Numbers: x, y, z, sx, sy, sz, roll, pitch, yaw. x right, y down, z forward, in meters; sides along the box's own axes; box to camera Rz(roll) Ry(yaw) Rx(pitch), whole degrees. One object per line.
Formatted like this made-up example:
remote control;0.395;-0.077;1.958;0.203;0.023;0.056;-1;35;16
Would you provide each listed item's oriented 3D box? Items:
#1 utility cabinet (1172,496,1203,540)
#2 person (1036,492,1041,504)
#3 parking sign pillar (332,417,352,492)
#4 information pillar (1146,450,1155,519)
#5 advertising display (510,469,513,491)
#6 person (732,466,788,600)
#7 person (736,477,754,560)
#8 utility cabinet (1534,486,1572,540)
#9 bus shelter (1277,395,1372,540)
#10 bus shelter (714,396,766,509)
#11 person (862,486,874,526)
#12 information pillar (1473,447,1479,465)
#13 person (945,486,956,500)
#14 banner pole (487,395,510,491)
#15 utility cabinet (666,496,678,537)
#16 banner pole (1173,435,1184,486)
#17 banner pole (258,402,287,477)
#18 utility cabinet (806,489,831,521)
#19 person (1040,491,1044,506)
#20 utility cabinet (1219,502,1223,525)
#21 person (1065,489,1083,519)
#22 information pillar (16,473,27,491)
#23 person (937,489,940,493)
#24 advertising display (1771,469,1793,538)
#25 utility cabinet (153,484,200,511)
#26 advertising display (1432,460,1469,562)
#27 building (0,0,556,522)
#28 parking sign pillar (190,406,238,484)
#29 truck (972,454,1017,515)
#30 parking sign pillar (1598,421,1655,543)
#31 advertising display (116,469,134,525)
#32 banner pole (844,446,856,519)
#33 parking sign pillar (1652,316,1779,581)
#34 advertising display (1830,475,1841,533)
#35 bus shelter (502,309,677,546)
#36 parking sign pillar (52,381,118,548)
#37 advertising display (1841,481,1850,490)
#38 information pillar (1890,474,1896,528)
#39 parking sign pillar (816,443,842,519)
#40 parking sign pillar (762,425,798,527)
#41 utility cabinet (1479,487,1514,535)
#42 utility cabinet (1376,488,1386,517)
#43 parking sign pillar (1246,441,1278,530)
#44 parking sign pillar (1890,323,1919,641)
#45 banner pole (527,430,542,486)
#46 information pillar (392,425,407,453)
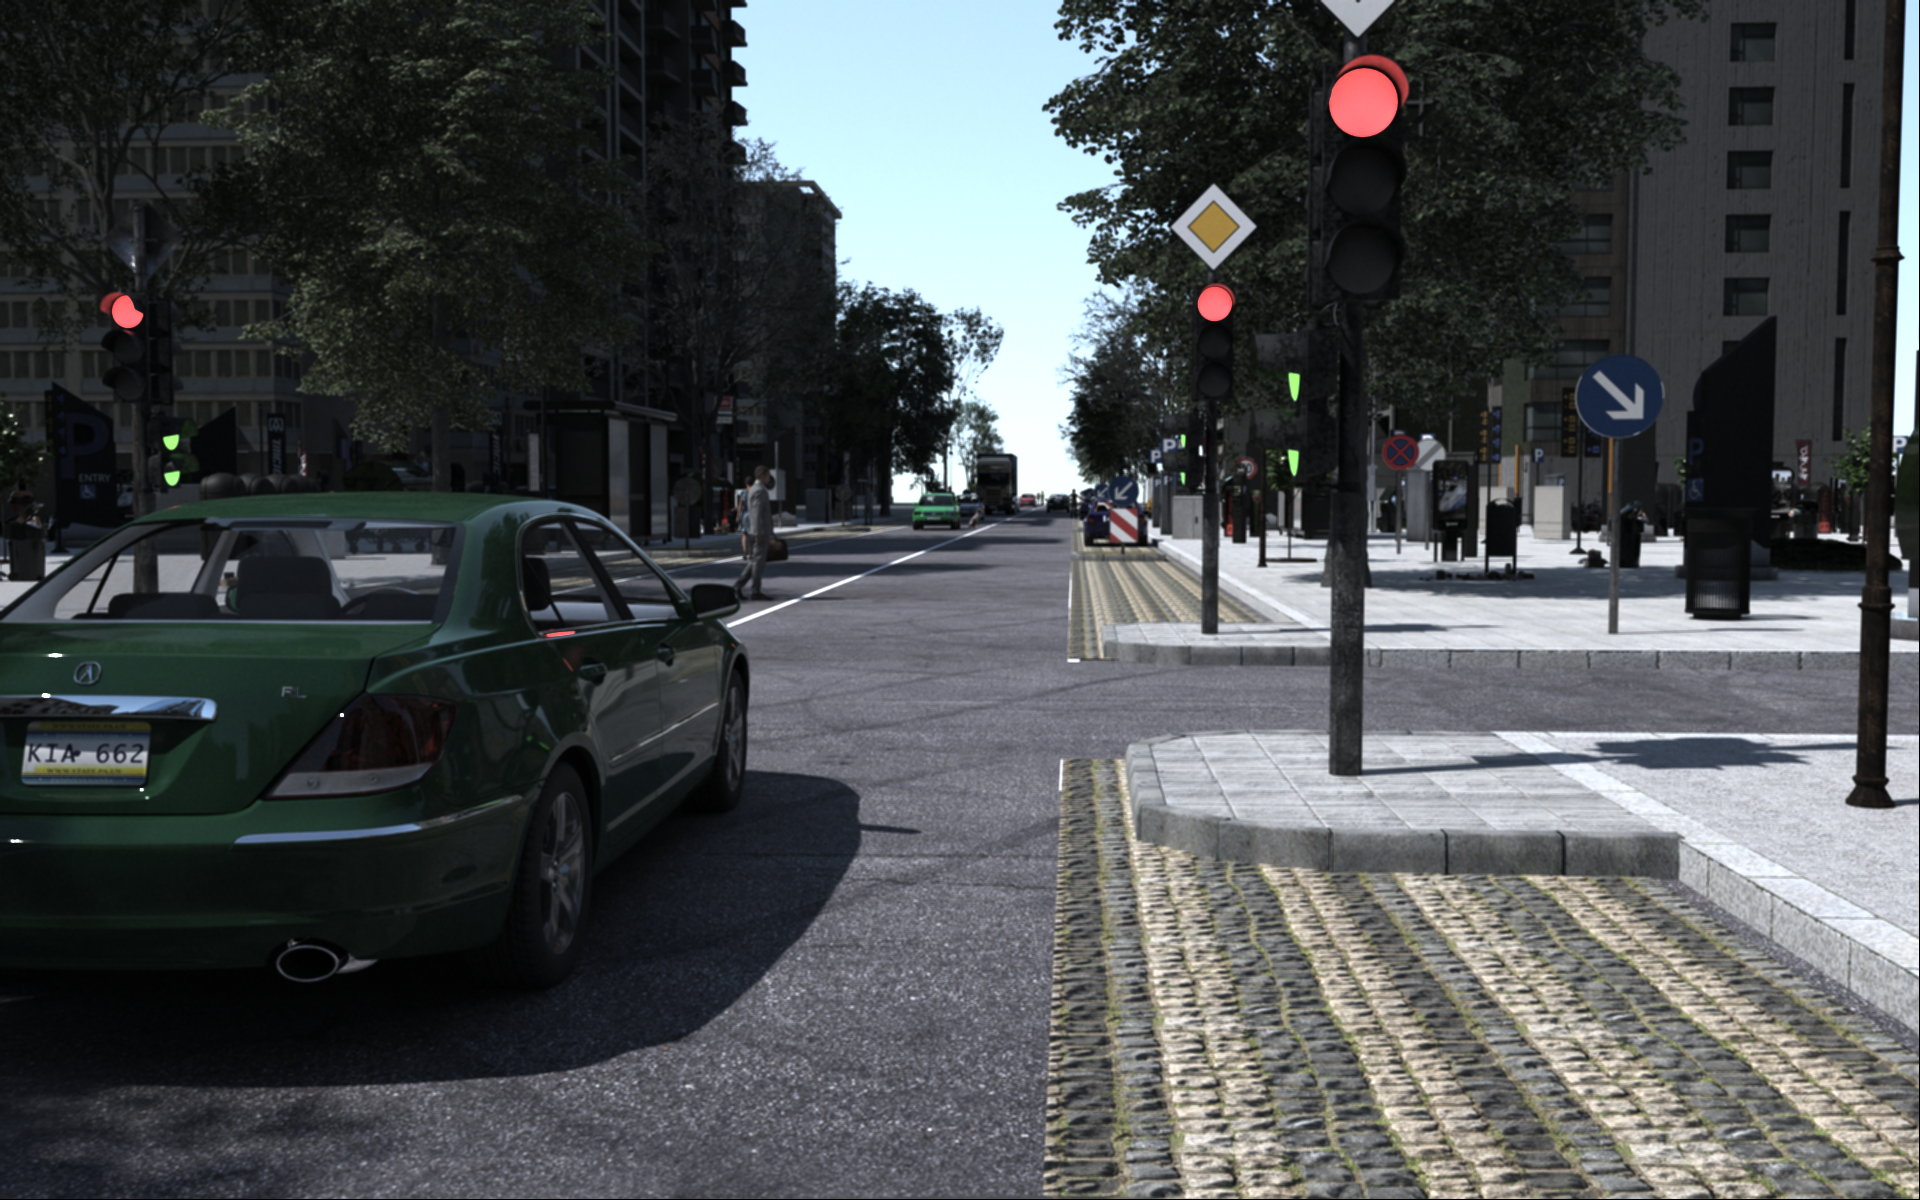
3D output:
utility cabinet;6.534;-2.315;49.009;1.020;1.237;0.306;1;4;21
person;11.152;-14.487;246.178;1.217;1.723;0.721;0;4;7
parking sign pillar;-21.760;-4.463;61.435;1.447;3.967;1.447;0;4;4
information pillar;10.004;-6.057;90.394;0.504;3.616;0.183;1;4;10
advertising display;-11.739;-2.451;45.286;0.123;1.923;0.974;-1;4;-15
person;-2.694;-0.903;23.385;0.853;1.813;0.709;-1;4;-18
person;-4.535;-1.770;37.530;0.616;1.811;0.778;0;4;-2
utility cabinet;16.586;-2.433;48.460;0.318;1.500;1.173;-1;4;-21
bus shelter;10.715;-4.586;52.612;2.179;5.291;8.768;0;4;4
bus shelter;-8.786;-5.861;73.464;2.179;5.291;8.768;0;4;4
person;-4.123;-4.256;78.187;0.391;1.810;0.635;-3;5;-41
information pillar;25.500;-5.765;85.609;0.183;3.616;0.504;0;4;-7
person;-0.509;-4.614;84.038;0.694;1.812;0.767;-1;4;-20
banner pole;-11.613;-3.294;43.872;0.401;3.779;0.863;2;4;34
utility cabinet;-8.975;-2.517;52.318;0.306;1.237;1.020;2;4;35
banner pole;8.286;-4.633;65.770;0.401;3.779;0.863;-2;4;-35
banner pole;-18.754;-3.495;47.155;0.863;3.779;0.401;-2;4;-28
utility cabinet;-6.647;-4.444;81.341;1.173;1.500;0.318;0;4;6
person;10.080;-12.480;212.560;0.705;1.823;1.348;-1;4;-19
utility cabinet;10.800;-3.752;70.024;1.173;1.500;0.318;3;4;37
person;6.651;-5.595;100.692;1.217;1.735;0.721;1;4;23
information pillar;-32.078;-3.348;59.239;0.304;2.012;0.304;-3;4;-36
person;-1.363;-5.963;106.544;0.990;1.755;0.434;-3;5;-43
advertising display;20.607;-2.372;43.998;0.974;1.923;0.123;1;4;12
utility cabinet;-17.081;-1.792;37.984;1.173;1.500;0.318;-2;4;-28
advertising display;9.338;-1.699;32.995;0.974;1.923;0.123;-3;4;-38
building;-32.961;-23.733;79.919;32.217;40.220;23.993;0;4;4
parking sign pillar;-22.760;-3.939;52.876;1.447;3.967;1.447;-1;4;-20
truck;2.593;-8.140;121.995;2.839;4.237;11.283;0;4;4
parking sign pillar;17.798;-3.523;46.075;1.447;3.967;1.447;2;4;25
advertising display;-21.710;-2.452;45.309;0.123;1.923;0.974;2;4;32
banner pole;-5.718;-6.065;89.181;0.401;3.779;0.863;3;4;37
parking sign pillar;11.659;-2.310;26.235;1.447;3.967;1.447;-1;4;-20
advertising display;29.065;-3.200;57.535;0.123;1.923;0.974;2;4;24
bus shelter;-8.635;-3.825;40.165;2.179;5.291;8.768;0;4;4
parking sign pillar;-21.114;-3.263;41.819;1.447;3.967;1.447;-2;4;-34
advertising display;32.437;-3.573;63.626;0.974;1.923;0.123;0;4;-5
information pillar;34.895;-3.690;64.818;0.304;2.012;0.304;3;5;44
parking sign pillar;-6.870;-6.264;90.892;1.447;3.967;1.447;1;4;9
parking sign pillar;-7.093;-4.858;67.904;1.447;3.967;1.447;0;4;0
utility cabinet;16.416;-2.710;52.984;0.318;1.500;1.173;-2;4;-26
utility cabinet;16.645;-3.612;67.742;1.173;1.500;0.318;0;4;2
parking sign pillar;10.866;-4.482;61.746;1.447;3.967;1.447;2;4;23
parking sign pillar;8.959;-1.644;15.352;1.447;3.967;1.447;-3;4;-38
banner pole;-16.597;-4.749;67.670;0.863;3.779;0.401;-1;4;-22
information pillar;-18.108;-3.959;56.085;0.504;3.616;0.183;-1;4;-14
